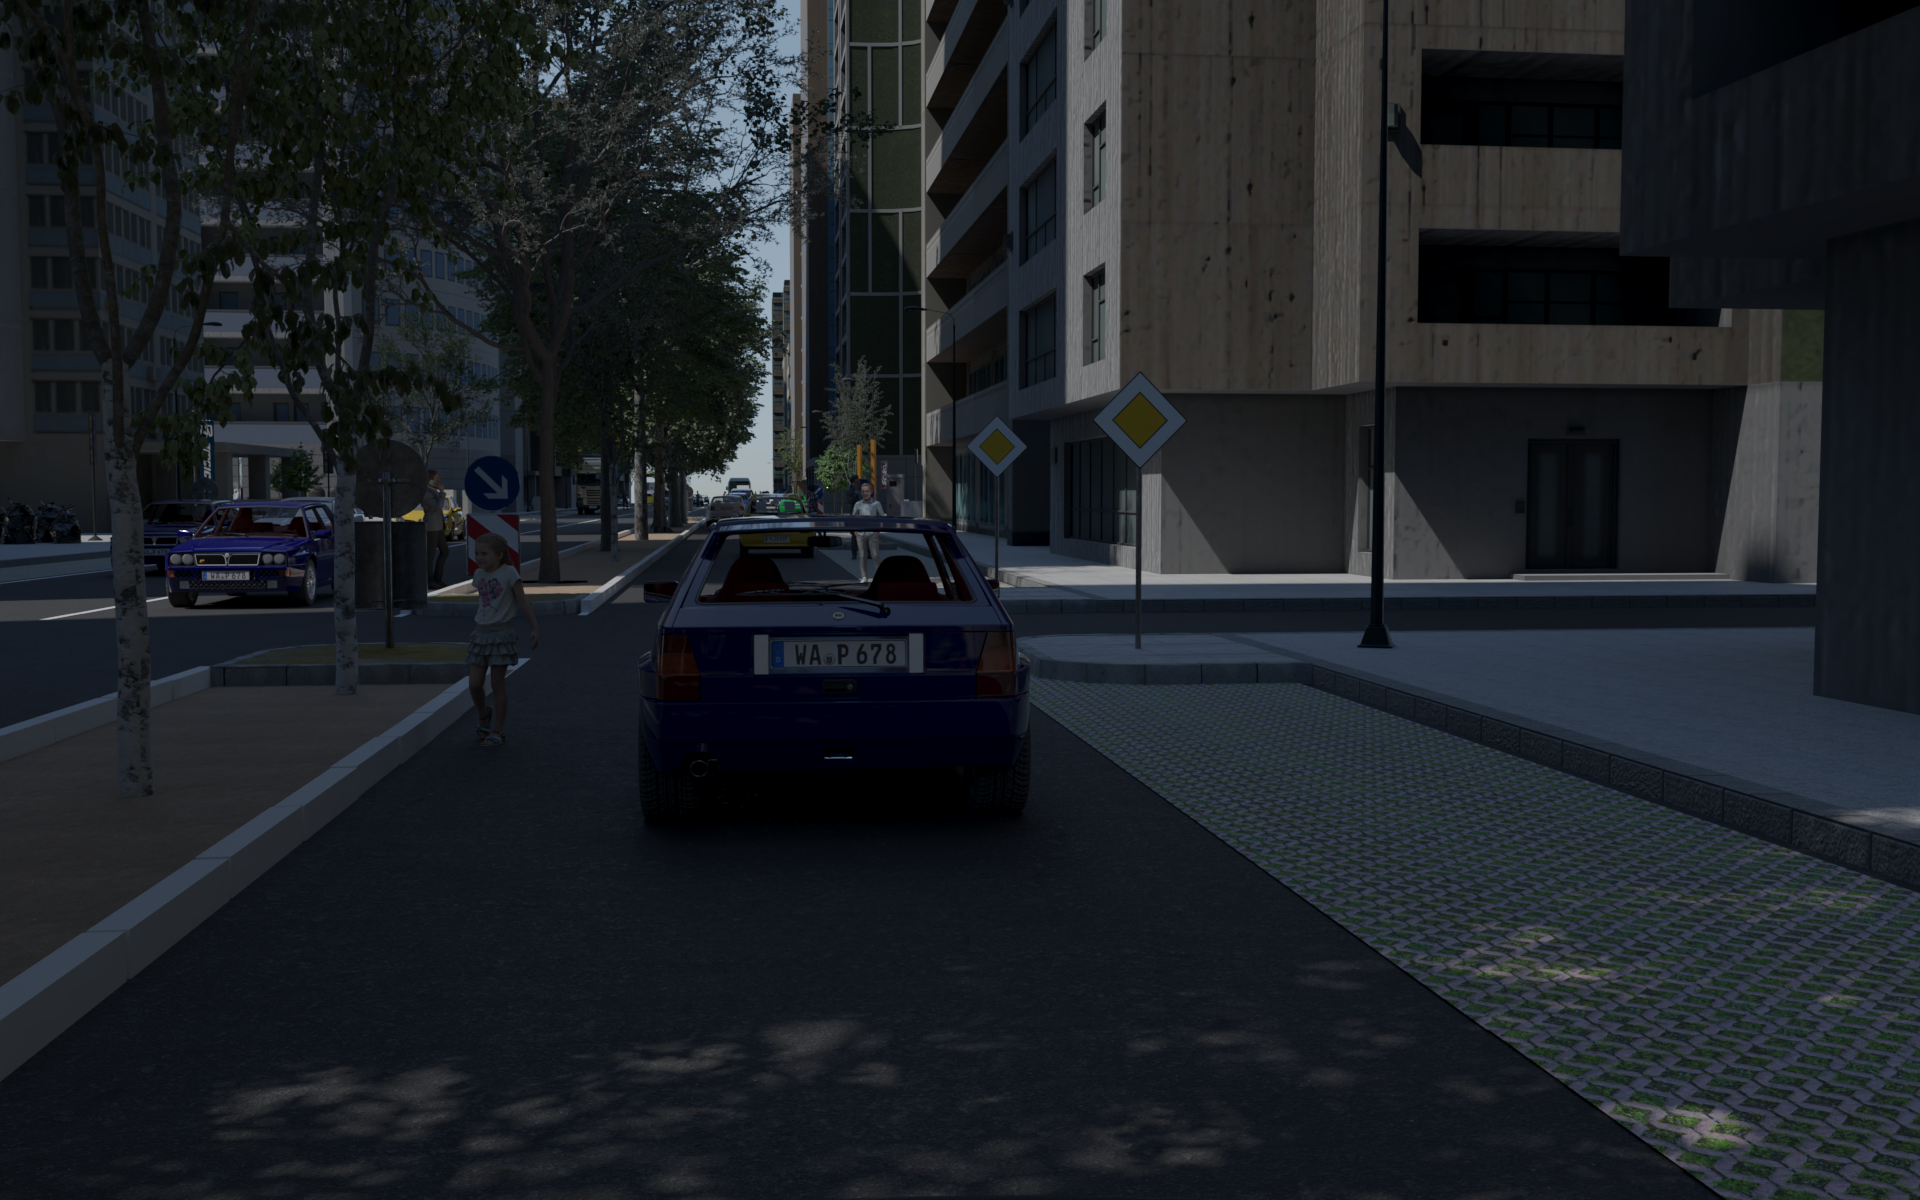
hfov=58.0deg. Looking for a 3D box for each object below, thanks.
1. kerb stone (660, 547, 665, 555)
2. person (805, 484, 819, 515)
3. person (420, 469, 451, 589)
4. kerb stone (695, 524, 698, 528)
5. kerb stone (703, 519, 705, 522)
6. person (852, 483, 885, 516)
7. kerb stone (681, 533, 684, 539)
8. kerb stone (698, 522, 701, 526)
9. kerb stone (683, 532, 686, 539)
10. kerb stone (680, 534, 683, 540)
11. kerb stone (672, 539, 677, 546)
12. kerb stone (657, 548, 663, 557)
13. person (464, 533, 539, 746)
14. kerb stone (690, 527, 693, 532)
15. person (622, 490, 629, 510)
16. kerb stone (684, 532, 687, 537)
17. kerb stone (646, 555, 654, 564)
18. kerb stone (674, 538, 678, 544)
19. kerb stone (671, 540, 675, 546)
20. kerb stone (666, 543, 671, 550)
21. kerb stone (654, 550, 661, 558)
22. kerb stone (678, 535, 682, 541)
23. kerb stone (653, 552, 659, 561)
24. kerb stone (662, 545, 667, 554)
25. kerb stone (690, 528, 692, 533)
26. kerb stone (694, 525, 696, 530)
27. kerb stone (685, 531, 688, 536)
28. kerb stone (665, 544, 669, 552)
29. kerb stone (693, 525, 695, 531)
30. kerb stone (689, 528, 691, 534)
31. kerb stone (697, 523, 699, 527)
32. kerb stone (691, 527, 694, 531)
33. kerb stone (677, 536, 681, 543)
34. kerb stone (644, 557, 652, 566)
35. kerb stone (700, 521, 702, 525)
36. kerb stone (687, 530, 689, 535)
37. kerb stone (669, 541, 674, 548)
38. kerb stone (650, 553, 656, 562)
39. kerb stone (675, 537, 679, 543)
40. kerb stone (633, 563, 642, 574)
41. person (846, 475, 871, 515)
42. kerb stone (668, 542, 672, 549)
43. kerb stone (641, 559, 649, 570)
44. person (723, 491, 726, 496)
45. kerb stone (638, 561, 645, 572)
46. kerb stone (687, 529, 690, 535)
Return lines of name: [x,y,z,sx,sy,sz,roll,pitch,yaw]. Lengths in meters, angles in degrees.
kerb stone: [-6.891,-1.069,39.682,0.120,0.150,1.000,0,4,-7]
person: [-4.374,-2.608,51.977,0.643,1.720,0.563,-1,4,-16]
person: [-7.971,-1.079,26.331,0.473,1.802,0.592,0,4,6]
kerb stone: [-10.502,-2.811,68.172,0.120,0.150,1.000,0,4,-7]
kerb stone: [-12.183,-3.620,81.374,0.120,0.150,1.000,0,4,-7]
person: [-1.447,-1.028,27.125,0.589,1.601,0.330,1,4,18]
kerb stone: [-8.572,-1.878,52.903,0.120,0.150,1.000,0,4,-7]
kerb stone: [-11.151,-3.119,73.250,0.120,0.150,1.000,0,4,-7]
kerb stone: [-8.700,-1.940,53.917,0.120,0.150,1.000,0,4,-7]
kerb stone: [-8.439,-1.814,51.890,0.120,0.150,1.000,0,4,-7]
kerb stone: [-7.798,-1.504,46.803,0.120,0.150,1.000,0,4,-7]
kerb stone: [-6.771,-1.006,38.667,0.120,0.150,1.000,0,4,-7]
person: [-2.615,0.217,9.962,0.505,1.210,0.382,1,4,18]
kerb stone: [-9.737,-2.437,62.067,0.120,0.150,1.000,0,4,-7]
person: [-29.736,-8.884,154.197,0.568,1.767,0.683,3,5,40]
kerb stone: [-8.832,-2.003,54.945,0.120,0.150,1.000,0,4,-7]
kerb stone: [-6.251,-0.759,34.599,0.120,0.150,1.000,0,4,-7]
kerb stone: [-7.928,-1.567,47.824,0.120,0.150,1.000,0,4,-7]
kerb stone: [-7.672,-1.443,45.789,0.120,0.150,1.000,0,4,-7]
kerb stone: [-7.285,-1.252,42.738,0.120,0.150,1.000,0,4,-7]
kerb stone: [-6.632,-0.945,37.654,0.120,0.150,1.000,0,4,-7]
kerb stone: [-8.313,-1.750,50.872,0.120,0.150,1.000,0,4,-7]
kerb stone: [-6.515,-0.877,36.633,0.120,0.150,1.000,0,4,-7]
kerb stone: [-7.021,-1.132,40.696,0.120,0.150,1.000,0,4,-7]
kerb stone: [-9.603,-2.375,61.049,0.120,0.150,1.000,0,4,-7]
kerb stone: [-10.248,-2.687,66.133,0.120,0.150,1.000,0,4,-7]
kerb stone: [-8.955,-2.066,55.967,0.120,0.150,1.000,0,4,-7]
kerb stone: [-7.154,-1.194,41.721,0.120,0.150,1.000,0,4,-7]
kerb stone: [-10.117,-2.624,65.116,0.120,0.150,1.000,0,4,-7]
kerb stone: [-9.471,-2.314,60.036,0.120,0.150,1.000,0,4,-7]
kerb stone: [-10.769,-2.936,70.206,0.120,0.150,1.000,0,4,-7]
kerb stone: [-9.864,-2.501,63.081,0.120,0.150,1.000,0,4,-7]
kerb stone: [-8.190,-1.692,49.856,0.120,0.150,1.000,0,4,-7]
kerb stone: [-6.116,-0.697,33.586,0.120,0.150,1.000,0,4,-7]
kerb stone: [-11.407,-3.246,75.278,0.120,0.150,1.000,0,4,-7]
kerb stone: [-9.220,-2.190,58.003,0.120,0.150,1.000,0,4,-7]
kerb stone: [-7.538,-1.381,44.769,0.120,0.150,1.000,0,4,-7]
kerb stone: [-6.387,-0.821,35.618,0.120,0.150,1.000,0,4,-7]
kerb stone: [-8.063,-1.627,48.842,0.120,0.150,1.000,0,4,-7]
kerb stone: [-5.735,-0.511,30.543,0.120,0.150,1.000,0,4,-7]
person: [-2.145,-1.799,37.720,0.655,1.846,0.447,-2,4,-24]
kerb stone: [-7.410,-1.318,43.752,0.120,0.150,1.000,0,4,-7]
kerb stone: [-5.992,-0.629,32.571,0.120,0.150,1.000,0,4,-7]
person: [-21.936,-9.308,161.618,0.436,1.711,0.756,0,4,7]
kerb stone: [-5.866,-0.573,31.557,0.120,0.150,1.000,0,4,-7]
kerb stone: [-9.346,-2.247,59.021,0.120,0.150,1.000,0,4,-7]
